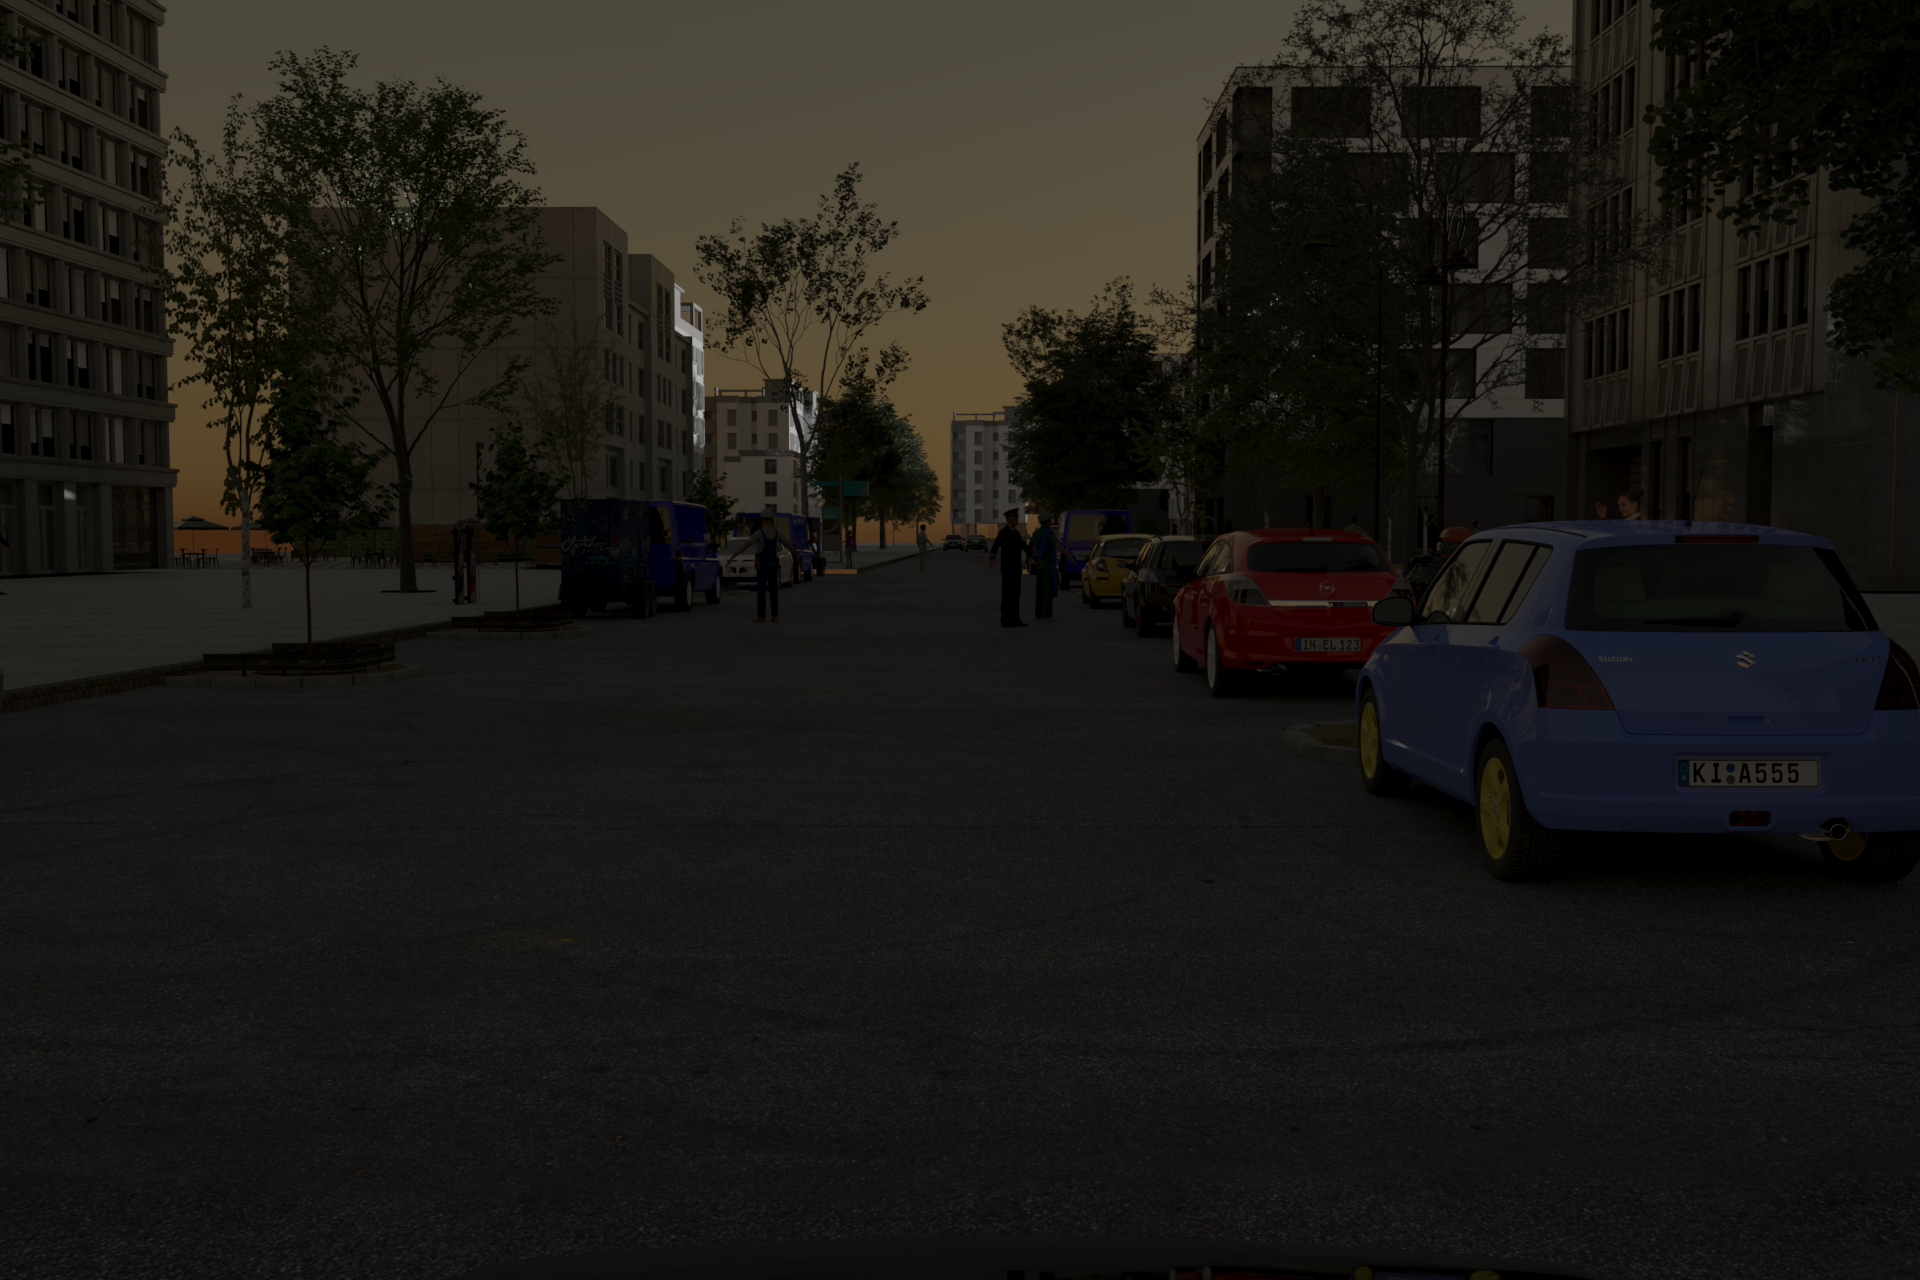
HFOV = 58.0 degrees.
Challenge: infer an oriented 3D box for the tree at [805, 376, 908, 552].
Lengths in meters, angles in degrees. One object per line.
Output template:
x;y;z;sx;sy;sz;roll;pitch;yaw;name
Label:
-7.545;-12.581;123.822;7.486;12.596;7.792;0;3;0;tree

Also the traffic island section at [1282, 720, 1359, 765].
3.206;0.693;11.538;1.991;0.108;1.994;0;4;0;traffic island section

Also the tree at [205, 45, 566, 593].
-12.252;-6.850;37.752;9.928;11.665;9.643;0;3;0;tree

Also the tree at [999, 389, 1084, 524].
8.117;-14.537;144.335;9.857;13.997;8.962;0;3;0;tree

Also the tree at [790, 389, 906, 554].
-7.002;-10.755;110.253;8.767;10.594;7.601;2;4;31;tree

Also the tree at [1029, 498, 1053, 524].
8.934;-12.970;162.429;4.360;8.622;3.978;0;3;0;tree

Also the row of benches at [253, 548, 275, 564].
-30.821;-3.741;76.621;1.422;0.672;4.104;-2;4;-25;row of benches

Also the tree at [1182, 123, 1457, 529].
10.110;-7.998;48.891;7.486;12.596;7.792;0;3;0;tree

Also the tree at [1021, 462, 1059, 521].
8.865;-14.004;154.719;9.928;11.665;9.643;0;3;0;tree

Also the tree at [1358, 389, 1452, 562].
18.505;-7.532;73.511;4.737;8.622;4.395;0;3;0;tree

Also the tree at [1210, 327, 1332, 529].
10.071;-6.589;58.094;4.360;8.622;3.978;0;3;0;tree

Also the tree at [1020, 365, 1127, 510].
7.939;-12.098;115.924;7.486;12.596;7.792;0;3;0;tree

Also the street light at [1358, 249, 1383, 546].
7.215;-3.367;27.594;1.470;5.913;1.316;0;4;1;street light

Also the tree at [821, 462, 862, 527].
-18.235;-21.303;254.965;9.857;13.997;8.962;0;3;0;tree

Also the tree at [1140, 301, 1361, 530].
10.914;-7.946;64.327;8.767;10.594;7.601;0;4;6;tree

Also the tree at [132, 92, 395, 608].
-12.256;-4.874;30.055;4.737;8.622;4.395;0;3;0;tree

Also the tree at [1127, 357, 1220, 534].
9.019;-7.374;70.928;4.737;8.622;4.395;0;3;0;tree

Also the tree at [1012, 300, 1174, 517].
7.406;-11.586;96.084;9.857;13.997;8.962;0;3;0;tree

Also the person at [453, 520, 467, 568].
-18.896;-3.635;65.553;0.705;1.813;1.348;-3;5;-39;person

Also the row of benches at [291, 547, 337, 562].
-30.298;-4.030;81.348;1.422;0.672;4.104;0;4;1;row of benches

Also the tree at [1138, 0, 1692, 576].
9.268;-7.631;35.140;12.009;13.543;11.850;0;3;0;tree

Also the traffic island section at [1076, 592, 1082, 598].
3.663;-1.014;39.437;1.991;0.108;1.994;0;4;1;traffic island section

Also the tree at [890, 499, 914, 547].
-6.211;-13.322;168.175;4.737;8.622;4.395;0;3;0;tree

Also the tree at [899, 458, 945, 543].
-5.885;-20.568;254.419;7.486;12.596;7.792;0;3;0;tree

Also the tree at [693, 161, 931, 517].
-7.690;-14.282;89.392;12.611;20.169;13.585;0;3;0;tree

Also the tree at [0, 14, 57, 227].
-12.218;-5.517;15.951;9.928;11.665;9.643;0;3;0;tree

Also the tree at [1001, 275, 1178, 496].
9.644;-16.560;126.644;12.611;20.169;13.585;0;3;0;tree

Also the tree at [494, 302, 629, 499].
-11.867;-6.376;54.615;4.360;8.622;3.978;0;3;0;tree

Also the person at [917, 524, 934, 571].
-1.398;-3.563;66.898;0.705;1.806;1.347;-2;4;-26;person

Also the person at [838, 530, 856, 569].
-4.154;-3.350;64.035;0.599;1.433;0.991;3;4;37;person

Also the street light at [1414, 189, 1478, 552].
6.609;-3.115;23.722;0.468;5.910;1.993;0;4;1;street light

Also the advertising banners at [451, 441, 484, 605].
-9.103;-2.201;32.179;0.090;3.025;2.074;0;4;1;advertising banners

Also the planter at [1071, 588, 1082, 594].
3.699;-1.281;42.090;1.991;0.319;1.994;0;4;2;planter

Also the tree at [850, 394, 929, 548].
-6.939;-15.290;156.650;9.857;13.997;8.962;0;3;0;tree

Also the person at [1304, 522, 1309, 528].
14.868;-4.158;74.210;0.704;1.802;1.346;3;5;41;person

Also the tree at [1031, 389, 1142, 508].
7.763;-10.528;106.539;7.601;10.594;8.767;1;4;14;tree

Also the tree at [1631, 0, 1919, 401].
9.450;-6.520;13.255;9.857;13.997;8.962;0;3;0;tree

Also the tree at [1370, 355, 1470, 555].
18.707;-7.237;68.687;4.360;8.622;3.978;0;3;0;tree

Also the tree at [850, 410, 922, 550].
-6.574;-13.300;143.203;9.928;11.665;9.643;0;3;0;tree

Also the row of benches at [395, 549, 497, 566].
-20.835;-3.335;69.985;4.104;0.672;1.422;-1;4;-18;row of benches

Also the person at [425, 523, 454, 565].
-21.568;-3.970;71.712;1.217;1.733;0.721;-3;5;-39;person

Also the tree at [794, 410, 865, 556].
-7.447;-9.261;101.782;4.737;8.622;4.395;0;3;0;tree
